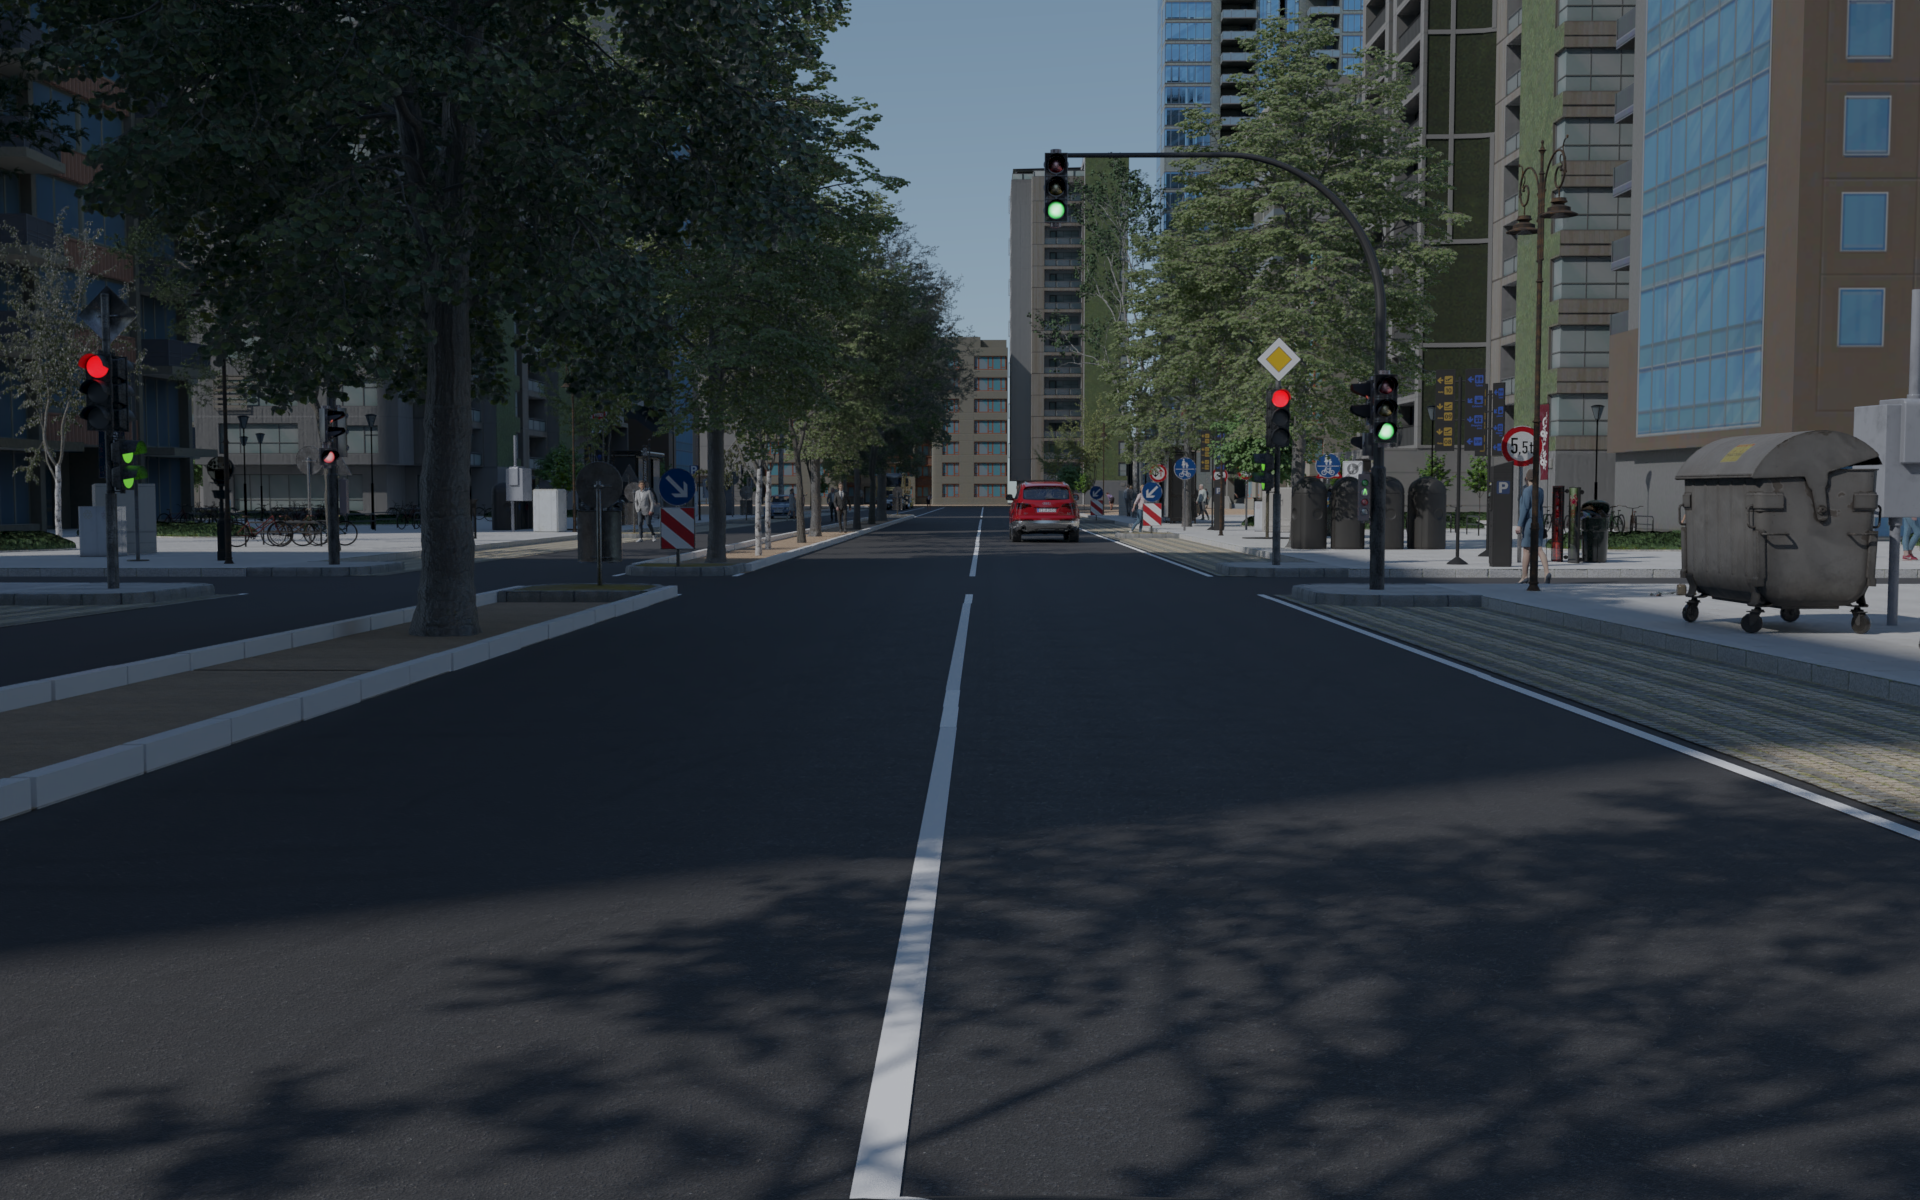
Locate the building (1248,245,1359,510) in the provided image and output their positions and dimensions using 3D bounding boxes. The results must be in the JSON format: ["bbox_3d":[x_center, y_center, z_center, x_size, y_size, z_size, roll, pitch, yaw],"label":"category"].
[{"bbox_3d":[37.395,-17.393,129.422,27.650,21.520,28.899,0,4,1],"label":"building"}]

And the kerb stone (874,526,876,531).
[{"bbox_3d":[-3.409,-2.697,66.289,0.120,0.150,1.000,0,4,1],"label":"kerb stone"}]

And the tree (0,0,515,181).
[{"bbox_3d":[-5.087,-4.386,8.576,8.767,10.594,7.601,0,4,1],"label":"tree"}]

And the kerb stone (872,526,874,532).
[{"bbox_3d":[-3.419,-2.633,65.265,0.120,0.150,1.000,0,4,1],"label":"kerb stone"}]

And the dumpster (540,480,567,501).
[{"bbox_3d":[-17.414,-4.126,73.221,1.264,1.857,1.865,0,4,1],"label":"dumpster"}]

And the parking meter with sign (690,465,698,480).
[{"bbox_3d":[-16.348,-6.620,104.493,0.543,3.016,1.738,1,4,13],"label":"parking meter with sign"}]

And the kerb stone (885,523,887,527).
[{"bbox_3d":[-3.302,-3.136,73.466,0.120,0.150,1.000,0,4,1],"label":"kerb stone"}]

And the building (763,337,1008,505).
[{"bbox_3d":[-8.606,-22.820,218.143,28.899,21.520,27.650,0,4,1],"label":"building"}]

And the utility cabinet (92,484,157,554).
[{"bbox_3d":[-17.707,-1.714,36.706,1.173,1.500,0.318,-3,5,-39],"label":"utility cabinet"}]

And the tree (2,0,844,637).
[{"bbox_3d":[-5.243,-6.616,17.288,9.857,13.997,8.962,0,3,0],"label":"tree"}]

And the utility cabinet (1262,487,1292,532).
[{"bbox_3d":[10.677,-2.999,57.717,1.173,1.500,0.318,2,4,30],"label":"utility cabinet"}]

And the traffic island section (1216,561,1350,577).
[{"bbox_3d":[5.731,-0.550,31.278,2.009,0.180,2.903,0,4,1],"label":"traffic island section"}]

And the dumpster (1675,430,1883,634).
[{"bbox_3d":[7.804,-0.661,16.563,1.264,1.857,1.865,0,4,1],"label":"dumpster"}]

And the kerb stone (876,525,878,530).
[{"bbox_3d":[-3.393,-2.760,67.318,0.120,0.150,1.000,0,4,1],"label":"kerb stone"}]

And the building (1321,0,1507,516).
[{"bbox_3d":[32.278,-40.125,94.299,20.563,71.187,20.611,0,4,1],"label":"building"}]

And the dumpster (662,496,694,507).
[{"bbox_3d":[-13.028,-4.543,80.028,1.264,1.857,1.865,0,4,1],"label":"dumpster"}]

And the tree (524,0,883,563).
[{"bbox_3d":[-4.869,-6.934,33.955,7.486,12.596,7.792,0,3,0],"label":"tree"}]

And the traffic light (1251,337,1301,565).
[{"bbox_3d":[5.692,-2.584,31.164,0.839,4.253,0.868,0,4,1],"label":"traffic light"}]

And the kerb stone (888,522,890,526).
[{"bbox_3d":[-3.271,-3.261,75.513,0.120,0.150,1.000,0,4,1],"label":"kerb stone"}]

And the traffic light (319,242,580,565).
[{"bbox_3d":[-9.275,-3.470,31.400,4.771,5.953,1.251,0,4,1],"label":"traffic light"}]

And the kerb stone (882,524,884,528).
[{"bbox_3d":[-3.340,-3.010,71.415,0.120,0.150,1.000,0,4,1],"label":"kerb stone"}]

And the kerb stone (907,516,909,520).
[{"bbox_3d":[-3.010,-4.386,93.965,0.120,0.150,1.000,0,4,1],"label":"kerb stone"}]

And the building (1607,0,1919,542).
[{"bbox_3d":[29.329,-24.559,51.644,14.200,45.320,14.600,0,4,1],"label":"building"}]

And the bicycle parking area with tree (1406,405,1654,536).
[{"bbox_3d":[17.849,-4.209,55.813,8.231,4.147,9.016,1,4,18],"label":"bicycle parking area with tree"}]

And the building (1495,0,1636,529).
[{"bbox_3d":[29.229,-23.631,69.954,14.154,41.232,14.086,0,4,1],"label":"building"}]

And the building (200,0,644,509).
[{"bbox_3d":[-40.132,-33.318,133.984,28.713,52.752,27.495,0,4,1],"label":"building"}]

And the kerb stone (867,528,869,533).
[{"bbox_3d":[-3.469,-2.443,62.188,0.120,0.150,1.000,0,4,1],"label":"kerb stone"}]

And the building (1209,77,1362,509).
[{"bbox_3d":[39.492,-28.339,155.220,32.217,40.220,23.993,0,4,1],"label":"building"}]

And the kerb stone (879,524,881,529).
[{"bbox_3d":[-3.364,-2.885,69.370,0.120,0.150,1.000,0,4,1],"label":"kerb stone"}]

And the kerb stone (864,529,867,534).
[{"bbox_3d":[-3.480,-2.381,61.155,0.120,0.150,1.000,0,4,1],"label":"kerb stone"}]

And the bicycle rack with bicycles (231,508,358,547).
[{"bbox_3d":[-16.428,-1.807,42.919,2.925,0.926,2.852,0,4,-8],"label":"bicycle rack with bicycles"}]

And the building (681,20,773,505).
[{"bbox_3d":[-37.430,-41.098,213.947,28.212,58.520,21.231,0,4,1],"label":"building"}]

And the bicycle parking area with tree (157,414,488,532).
[{"bbox_3d":[-23.526,-4.636,62.802,8.231,4.147,9.016,2,4,26],"label":"bicycle parking area with tree"}]

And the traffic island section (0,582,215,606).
[{"bbox_3d":[-11.524,-0.077,23.546,2.009,0.180,2.903,0,4,1],"label":"traffic island section"}]

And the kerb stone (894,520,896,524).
[{"bbox_3d":[-3.199,-3.575,80.646,0.120,0.150,1.000,0,4,1],"label":"kerb stone"}]

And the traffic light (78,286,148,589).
[{"bbox_3d":[-11.484,-2.109,23.411,0.839,4.253,0.868,0,4,1],"label":"traffic light"}]

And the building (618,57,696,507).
[{"bbox_3d":[-32.990,-31.268,161.349,14.200,45.320,14.600,0,4,1],"label":"building"}]

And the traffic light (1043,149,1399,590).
[{"bbox_3d":[3.483,-2.960,23.069,4.771,5.953,1.251,0,4,1],"label":"traffic light"}]

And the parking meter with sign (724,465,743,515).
[{"bbox_3d":[-13.951,-6.604,104.240,1.738,3.016,0.543,-1,4,-13],"label":"parking meter with sign"}]

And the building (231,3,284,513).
[{"bbox_3d":[-34.026,-25.367,98.352,14.154,41.232,14.086,0,4,1],"label":"building"}]

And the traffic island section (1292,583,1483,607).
[{"bbox_3d":[5.616,-0.062,23.294,2.009,0.180,2.903,0,4,1],"label":"traffic island section"}]

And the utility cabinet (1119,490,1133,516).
[{"bbox_3d":[9.945,-5.700,101.868,1.173,1.500,0.318,1,4,18],"label":"utility cabinet"}]

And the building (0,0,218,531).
[{"bbox_3d":[-39.850,-24.711,58.653,22.147,44.769,28.867,0,4,1],"label":"building"}]

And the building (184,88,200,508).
[{"bbox_3d":[-53.021,-28.206,153.049,23.993,40.220,32.217,0,4,1],"label":"building"}]

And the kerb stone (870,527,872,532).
[{"bbox_3d":[-3.444,-2.567,64.243,0.120,0.150,1.000,0,4,1],"label":"kerb stone"}]

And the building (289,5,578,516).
[{"bbox_3d":[-33.884,-26.293,113.487,14.154,41.232,14.086,0,4,1],"label":"building"}]

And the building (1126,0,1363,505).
[{"bbox_3d":[36.232,-55.086,213.328,31.000,86.520,22.319,0,4,1],"label":"building"}]

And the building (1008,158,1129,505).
[{"bbox_3d":[13.017,-32.232,210.594,14.086,41.232,14.154,0,4,1],"label":"building"}]

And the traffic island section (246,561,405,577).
[{"bbox_3d":[-11.408,-0.566,31.530,2.009,0.180,2.903,0,4,1],"label":"traffic island section"}]

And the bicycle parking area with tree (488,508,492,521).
[{"bbox_3d":[-24.105,-5.959,84.435,9.016,4.147,8.231,0,4,-4],"label":"bicycle parking area with tree"}]
